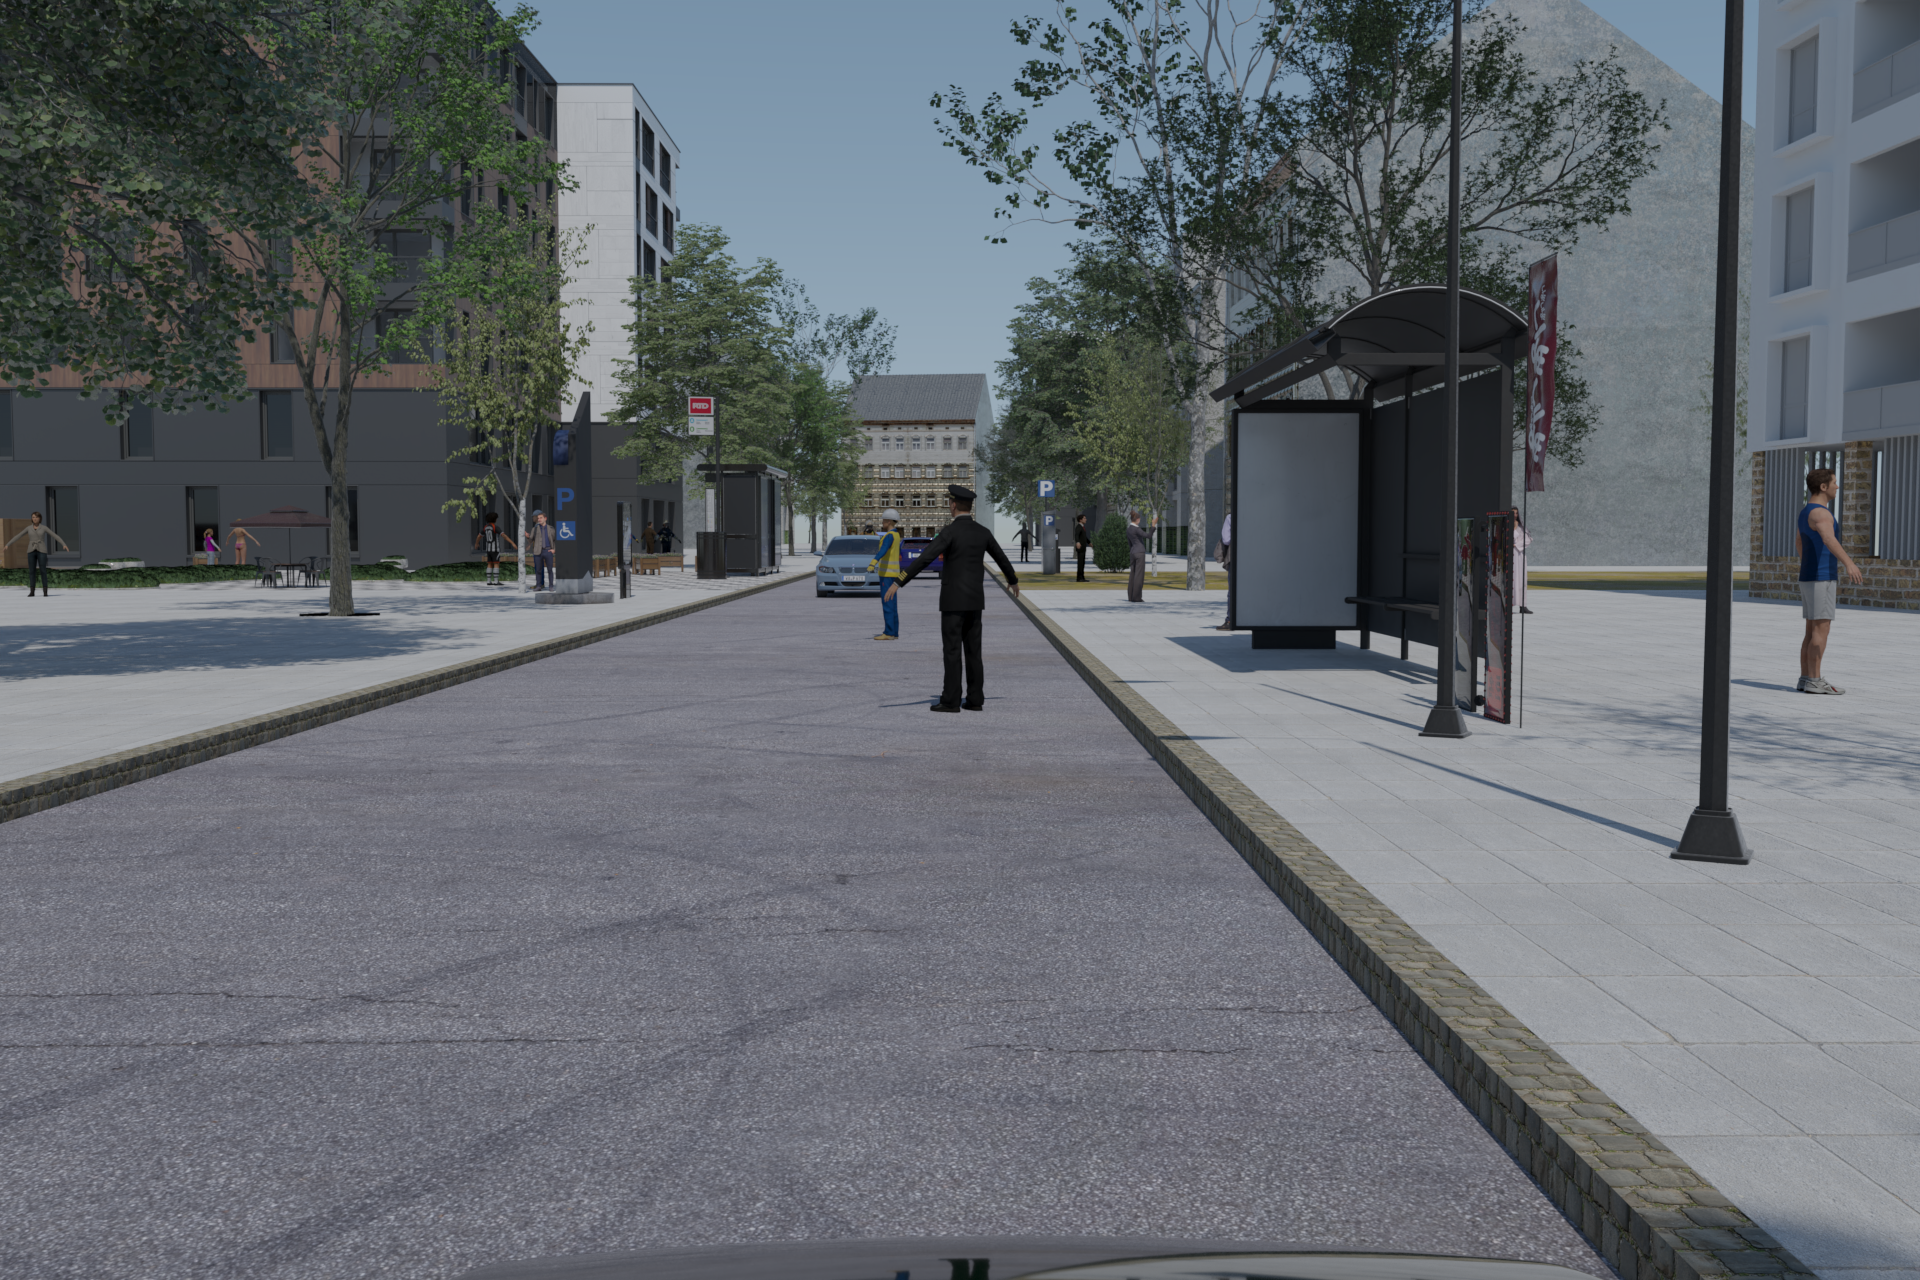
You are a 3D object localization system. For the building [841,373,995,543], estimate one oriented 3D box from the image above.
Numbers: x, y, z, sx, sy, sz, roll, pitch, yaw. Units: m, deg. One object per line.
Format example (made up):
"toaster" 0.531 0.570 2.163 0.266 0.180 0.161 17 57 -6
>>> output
"building" -5.457 -24.659 236.564 18.063 23.208 19.493 1 4 9

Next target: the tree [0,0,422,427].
"tree" -9.455 -6.588 14.371 9.857 13.997 8.962 0 3 0

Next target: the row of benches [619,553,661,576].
"row of benches" -10.217 -2.433 55.236 1.422 0.672 4.104 -1 4 -20

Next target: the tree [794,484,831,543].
"tree" -20.328 -18.512 237.085 7.601 10.594 8.767 0 4 -7

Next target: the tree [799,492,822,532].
"tree" -19.597 -17.122 230.301 4.737 8.622 4.395 0 3 0

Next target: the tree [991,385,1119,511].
"tree" 5.538 -10.098 99.515 8.767 10.594 7.601 2 4 29

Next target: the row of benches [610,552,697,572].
"row of benches" -9.965 -2.635 58.538 4.104 0.672 1.422 0 4 -8

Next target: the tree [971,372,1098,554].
"tree" 5.956 -12.429 113.592 12.009 13.543 11.850 0 3 0

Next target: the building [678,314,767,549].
"building" -28.096 -20.242 161.885 19.493 23.208 18.063 0 4 -1

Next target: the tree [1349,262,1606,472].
"tree" 17.271 -7.489 56.860 8.767 10.594 7.601 -1 4 -19

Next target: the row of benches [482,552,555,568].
"row of benches" -14.222 -2.566 57.413 4.104 0.672 1.422 2 4 29

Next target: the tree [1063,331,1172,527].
"tree" 5.843 -6.846 62.299 4.737 8.622 4.395 0 3 0

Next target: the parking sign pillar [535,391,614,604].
"parking sign pillar" -7.176 -2.671 32.145 1.447 3.967 1.447 0 4 0

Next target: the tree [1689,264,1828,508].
"tree" 22.441 -5.896 46.758 4.360 8.622 3.978 0 3 0

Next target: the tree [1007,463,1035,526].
"tree" 11.045 -20.048 234.438 9.857 13.997 8.962 0 3 0

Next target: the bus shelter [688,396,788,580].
"bus shelter" -6.807 -4.614 53.074 2.179 5.291 8.768 0 4 0

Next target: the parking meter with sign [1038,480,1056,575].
"parking meter with sign" 2.798 -3.606 55.218 0.543 3.016 1.738 0 4 -1

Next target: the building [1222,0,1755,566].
"building" 22.510 -15.065 77.249 19.493 23.208 18.063 0 4 0

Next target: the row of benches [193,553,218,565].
"row of benches" -23.786 -2.392 54.568 1.422 0.672 4.104 -2 4 -25

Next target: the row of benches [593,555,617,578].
"row of benches" -10.831 -2.169 50.922 1.422 0.672 4.104 0 4 1

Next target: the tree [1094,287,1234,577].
"tree" 5.643 -6.224 52.126 4.360 8.622 3.978 0 3 0

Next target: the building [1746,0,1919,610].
"building" 20.921 -10.770 32.513 16.016 20.090 11.380 0 4 0

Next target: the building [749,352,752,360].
"building" -25.694 -19.425 174.024 16.016 20.090 11.380 0 4 0

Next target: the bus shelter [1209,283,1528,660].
"bus shelter" 3.798 -1.397 16.762 2.014 3.302 5.546 0 3 0

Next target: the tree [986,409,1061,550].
"tree" 5.365 -13.402 137.251 7.486 12.596 7.792 0 3 0

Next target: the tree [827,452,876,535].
"tree" -9.386 -11.917 145.204 4.737 8.622 4.395 0 3 0

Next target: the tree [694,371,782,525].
"tree" -9.165 -7.566 74.066 4.360 8.622 3.978 0 3 0

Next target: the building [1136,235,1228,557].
"building" 21.334 -14.916 110.334 16.747 18.905 31.486 0 4 -1

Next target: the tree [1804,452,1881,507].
"tree" 26.738 -6.408 55.131 4.360 8.622 3.978 0 3 0

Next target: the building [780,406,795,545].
"building" -29.979 -21.078 211.089 16.747 18.905 31.486 0 4 0

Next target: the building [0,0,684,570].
"building" -28.700 -14.227 76.587 27.936 21.610 32.646 0 4 -1

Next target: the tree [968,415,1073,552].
"tree" 4.832 -11.708 125.841 7.601 10.594 8.767 2 4 32

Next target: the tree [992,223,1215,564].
"tree" 6.008 -10.172 72.971 9.857 13.997 8.962 0 3 0

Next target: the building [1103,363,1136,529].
"building" 23.244 -20.400 164.475 19.493 23.208 18.063 0 4 -1

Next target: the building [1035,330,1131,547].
"building" 22.098 -21.169 190.085 27.936 21.610 32.646 0 4 0

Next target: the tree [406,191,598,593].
"tree" -9.626 -5.327 37.464 4.737 8.622 4.395 0 3 0

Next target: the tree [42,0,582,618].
"tree" -9.784 -6.169 26.611 9.928 11.665 9.643 0 3 0

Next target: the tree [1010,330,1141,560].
"tree" 6.043 -9.873 87.180 9.928 11.665 9.643 0 3 0
